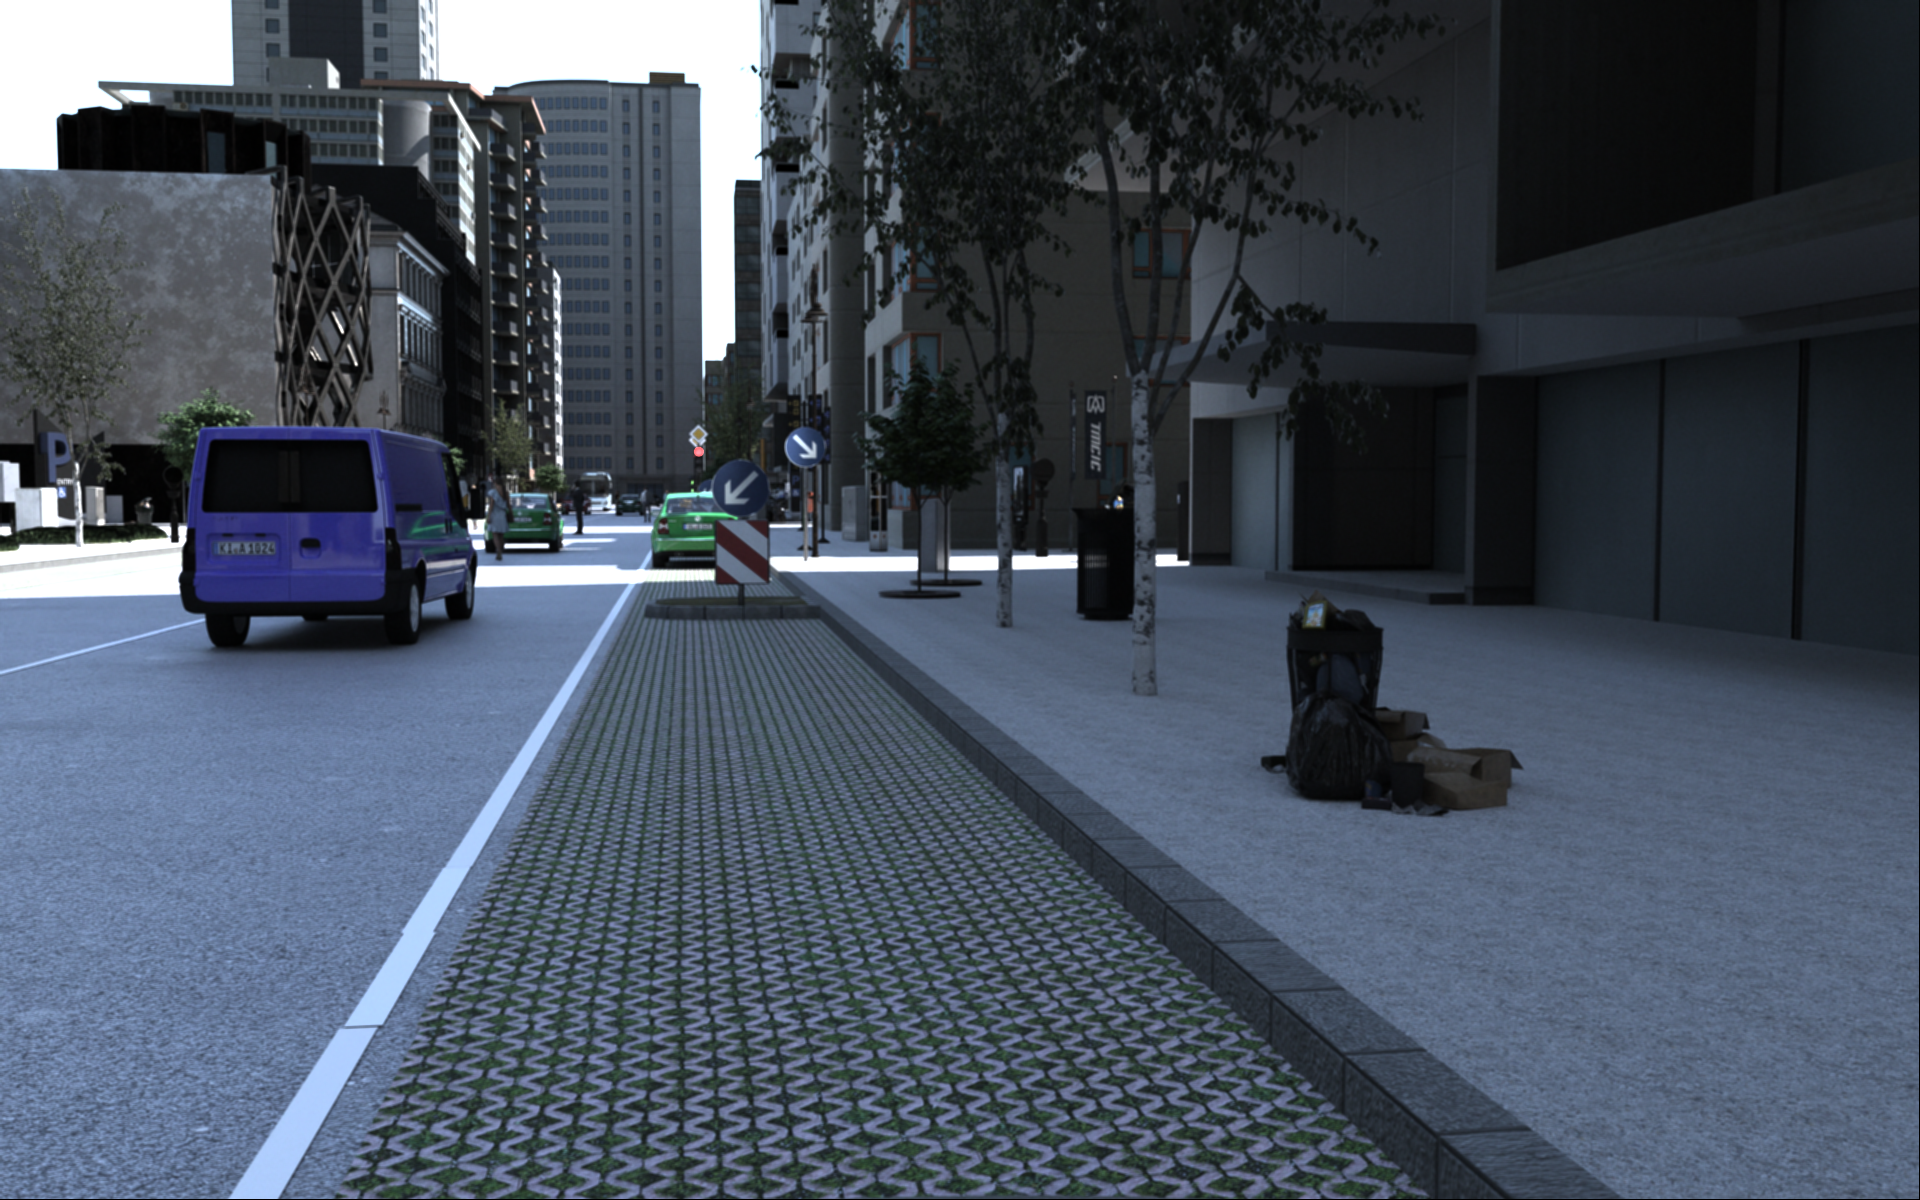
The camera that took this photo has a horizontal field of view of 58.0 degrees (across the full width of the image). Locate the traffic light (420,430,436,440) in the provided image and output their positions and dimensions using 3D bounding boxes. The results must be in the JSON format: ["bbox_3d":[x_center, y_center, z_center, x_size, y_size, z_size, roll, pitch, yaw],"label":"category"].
[{"bbox_3d":[-23.289,-5.315,75.826,0.839,4.253,0.868,-1,4,-9],"label":"traffic light"}]

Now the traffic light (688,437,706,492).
[{"bbox_3d":[-11.772,-5.427,77.649,0.839,4.253,0.868,-1,4,-9],"label":"traffic light"}]

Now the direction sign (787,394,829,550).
[{"bbox_3d":[-3.541,-2.907,39.531,0.876,3.537,0.379,1,4,20],"label":"direction sign"}]

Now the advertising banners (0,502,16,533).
[{"bbox_3d":[-31.370,-3.666,56.124,2.074,3.025,0.090,-1,4,-15],"label":"advertising banners"}]

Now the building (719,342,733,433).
[{"bbox_3d":[-15.119,-22.557,213.840,27.650,21.520,28.899,-1,4,-9],"label":"building"}]

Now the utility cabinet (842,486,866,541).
[{"bbox_3d":[-2.914,-2.364,47.326,0.318,1.500,1.173,-1,4,-23],"label":"utility cabinet"}]

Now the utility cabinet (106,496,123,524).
[{"bbox_3d":[-36.983,-3.924,75.320,1.020,1.237,0.306,-2,4,-32],"label":"utility cabinet"}]

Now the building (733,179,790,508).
[{"bbox_3d":[-14.118,-23.886,162.235,14.160,30.474,14.107,-1,4,-9],"label":"building"}]

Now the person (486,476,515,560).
[{"bbox_3d":[-9.918,-1.763,37.411,0.616,1.811,0.778,-2,4,-25],"label":"person"}]

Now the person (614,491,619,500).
[{"bbox_3d":[-36.711,-10.754,185.144,0.721,1.723,1.217,-2,4,-33],"label":"person"}]

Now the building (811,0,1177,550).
[{"bbox_3d":[10.093,-12.884,55.685,27.650,21.520,28.899,-1,4,-9],"label":"building"}]

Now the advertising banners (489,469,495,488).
[{"bbox_3d":[-31.925,-7.545,119.548,0.090,3.025,2.074,0,4,2],"label":"advertising banners"}]

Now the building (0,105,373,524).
[{"bbox_3d":[-37.535,-13.226,83.704,16.820,18.784,16.811,-1,4,-9],"label":"building"}]

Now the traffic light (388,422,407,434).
[{"bbox_3d":[-22.047,-4.833,67.938,0.839,4.253,0.868,-1,4,-9],"label":"traffic light"}]

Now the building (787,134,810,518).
[{"bbox_3d":[5.667,-15.395,96.741,28.899,21.520,27.650,-1,4,-9],"label":"building"}]

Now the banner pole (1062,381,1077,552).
[{"bbox_3d":[2.479,-2.942,38.122,0.401,3.779,0.863,0,4,-5],"label":"banner pole"}]

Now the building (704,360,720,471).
[{"bbox_3d":[-22.529,-24.897,252.101,28.899,21.520,27.650,-1,4,-9],"label":"building"}]

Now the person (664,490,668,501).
[{"bbox_3d":[-24.987,-8.443,146.889,0.444,1.785,0.601,1,4,19],"label":"person"}]

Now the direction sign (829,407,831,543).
[{"bbox_3d":[-3.588,-3.257,45.254,0.379,3.537,0.876,-2,4,-31],"label":"direction sign"}]

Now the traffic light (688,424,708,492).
[{"bbox_3d":[-10.530,-4.944,69.760,0.839,4.253,0.868,-1,4,-9],"label":"traffic light"}]

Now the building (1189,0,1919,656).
[{"bbox_3d":[16.963,-26.300,19.237,28.713,52.752,27.495,-1,4,-9],"label":"building"}]

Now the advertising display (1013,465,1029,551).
[{"bbox_3d":[1.370,-2.077,39.176,0.123,1.923,0.974,-1,4,-12],"label":"advertising display"}]

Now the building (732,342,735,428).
[{"bbox_3d":[-9.629,-20.789,184.939,27.650,21.520,28.899,-1,4,-9],"label":"building"}]

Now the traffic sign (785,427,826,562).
[{"bbox_3d":[-2.931,-2.004,32.872,0.768,2.556,0.104,0,4,-7],"label":"traffic sign"}]

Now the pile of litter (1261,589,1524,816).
[{"bbox_3d":[1.912,0.380,7.749,1.176,0.858,1.719,1,4,18],"label":"pile of litter"}]

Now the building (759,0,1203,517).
[{"bbox_3d":[-0.489,-32.828,125.973,28.713,52.752,27.495,-1,4,-9],"label":"building"}]

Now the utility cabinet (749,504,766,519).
[{"bbox_3d":[-7.198,-3.229,61.470,0.318,1.500,1.173,1,4,9],"label":"utility cabinet"}]

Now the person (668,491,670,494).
[{"bbox_3d":[-35.536,-12.452,212.537,0.568,1.767,0.683,2,4,23],"label":"person"}]

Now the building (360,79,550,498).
[{"bbox_3d":[-56.089,-32.489,185.811,22.147,44.769,28.867,-1,4,-9],"label":"building"}]

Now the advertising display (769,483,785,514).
[{"bbox_3d":[-10.607,-5.818,100.336,0.974,1.923,0.123,0,4,3],"label":"advertising display"}]

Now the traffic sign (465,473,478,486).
[{"bbox_3d":[-29.870,-6.471,105.900,0.768,2.556,0.104,0,4,0],"label":"traffic sign"}]

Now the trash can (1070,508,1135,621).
[{"bbox_3d":[1.504,-0.373,17.753,0.748,1.137,0.748,0,3,0],"label":"trash can"}]

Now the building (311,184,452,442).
[{"bbox_3d":[-38.226,-14.868,107.714,10.561,19.102,19.286,-1,4,-9],"label":"building"}]

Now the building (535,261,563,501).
[{"bbox_3d":[-56.649,-27.080,214.453,14.107,30.474,14.160,-1,4,-9],"label":"building"}]

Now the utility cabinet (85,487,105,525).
[{"bbox_3d":[-26.238,-2.685,52.582,0.318,1.500,1.173,-1,4,-16],"label":"utility cabinet"}]

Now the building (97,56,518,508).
[{"bbox_3d":[-57.785,-28.557,158.782,32.217,40.220,23.993,-1,4,-9],"label":"building"}]

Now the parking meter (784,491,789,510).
[{"bbox_3d":[-14.020,-8.055,140.109,0.372,1.533,0.369,0,3,0],"label":"parking meter"}]

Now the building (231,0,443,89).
[{"bbox_3d":[-73.271,-47.029,207.170,20.611,71.187,20.563,-1,4,-9],"label":"building"}]

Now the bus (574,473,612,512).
[{"bbox_3d":[-30.396,-9.129,144.124,2.948,3.499,13.247,-1,4,-10],"label":"bus"}]

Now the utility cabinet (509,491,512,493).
[{"bbox_3d":[-34.370,-7.453,130.530,1.173,1.500,0.318,1,4,18],"label":"utility cabinet"}]

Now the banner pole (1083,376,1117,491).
[{"bbox_3d":[3.040,-2.863,36.821,0.863,3.779,0.401,0,4,-6],"label":"banner pole"}]

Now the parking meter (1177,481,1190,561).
[{"bbox_3d":[4.355,-1.517,33.207,0.372,1.533,0.369,0,3,0],"label":"parking meter"}]

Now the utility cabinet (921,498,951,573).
[{"bbox_3d":[-0.415,-1.076,28.754,0.306,1.237,1.020,1,4,12],"label":"utility cabinet"}]

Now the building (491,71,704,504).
[{"bbox_3d":[-50.452,-42.914,243.635,28.212,58.520,21.231,-1,4,-9],"label":"building"}]

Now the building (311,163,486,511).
[{"bbox_3d":[-41.603,-18.050,124.796,12.332,23.373,15.834,-1,4,-9],"label":"building"}]

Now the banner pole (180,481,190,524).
[{"bbox_3d":[-32.950,-5.132,73.923,0.401,3.779,0.863,2,4,29],"label":"banner pole"}]

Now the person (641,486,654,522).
[{"bbox_3d":[-15.881,-4.858,88.033,0.679,1.850,0.850,-1,4,-18],"label":"person"}]

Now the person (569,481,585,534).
[{"bbox_3d":[-13.615,-3.282,61.515,0.474,1.900,0.648,0,4,0],"label":"person"}]
